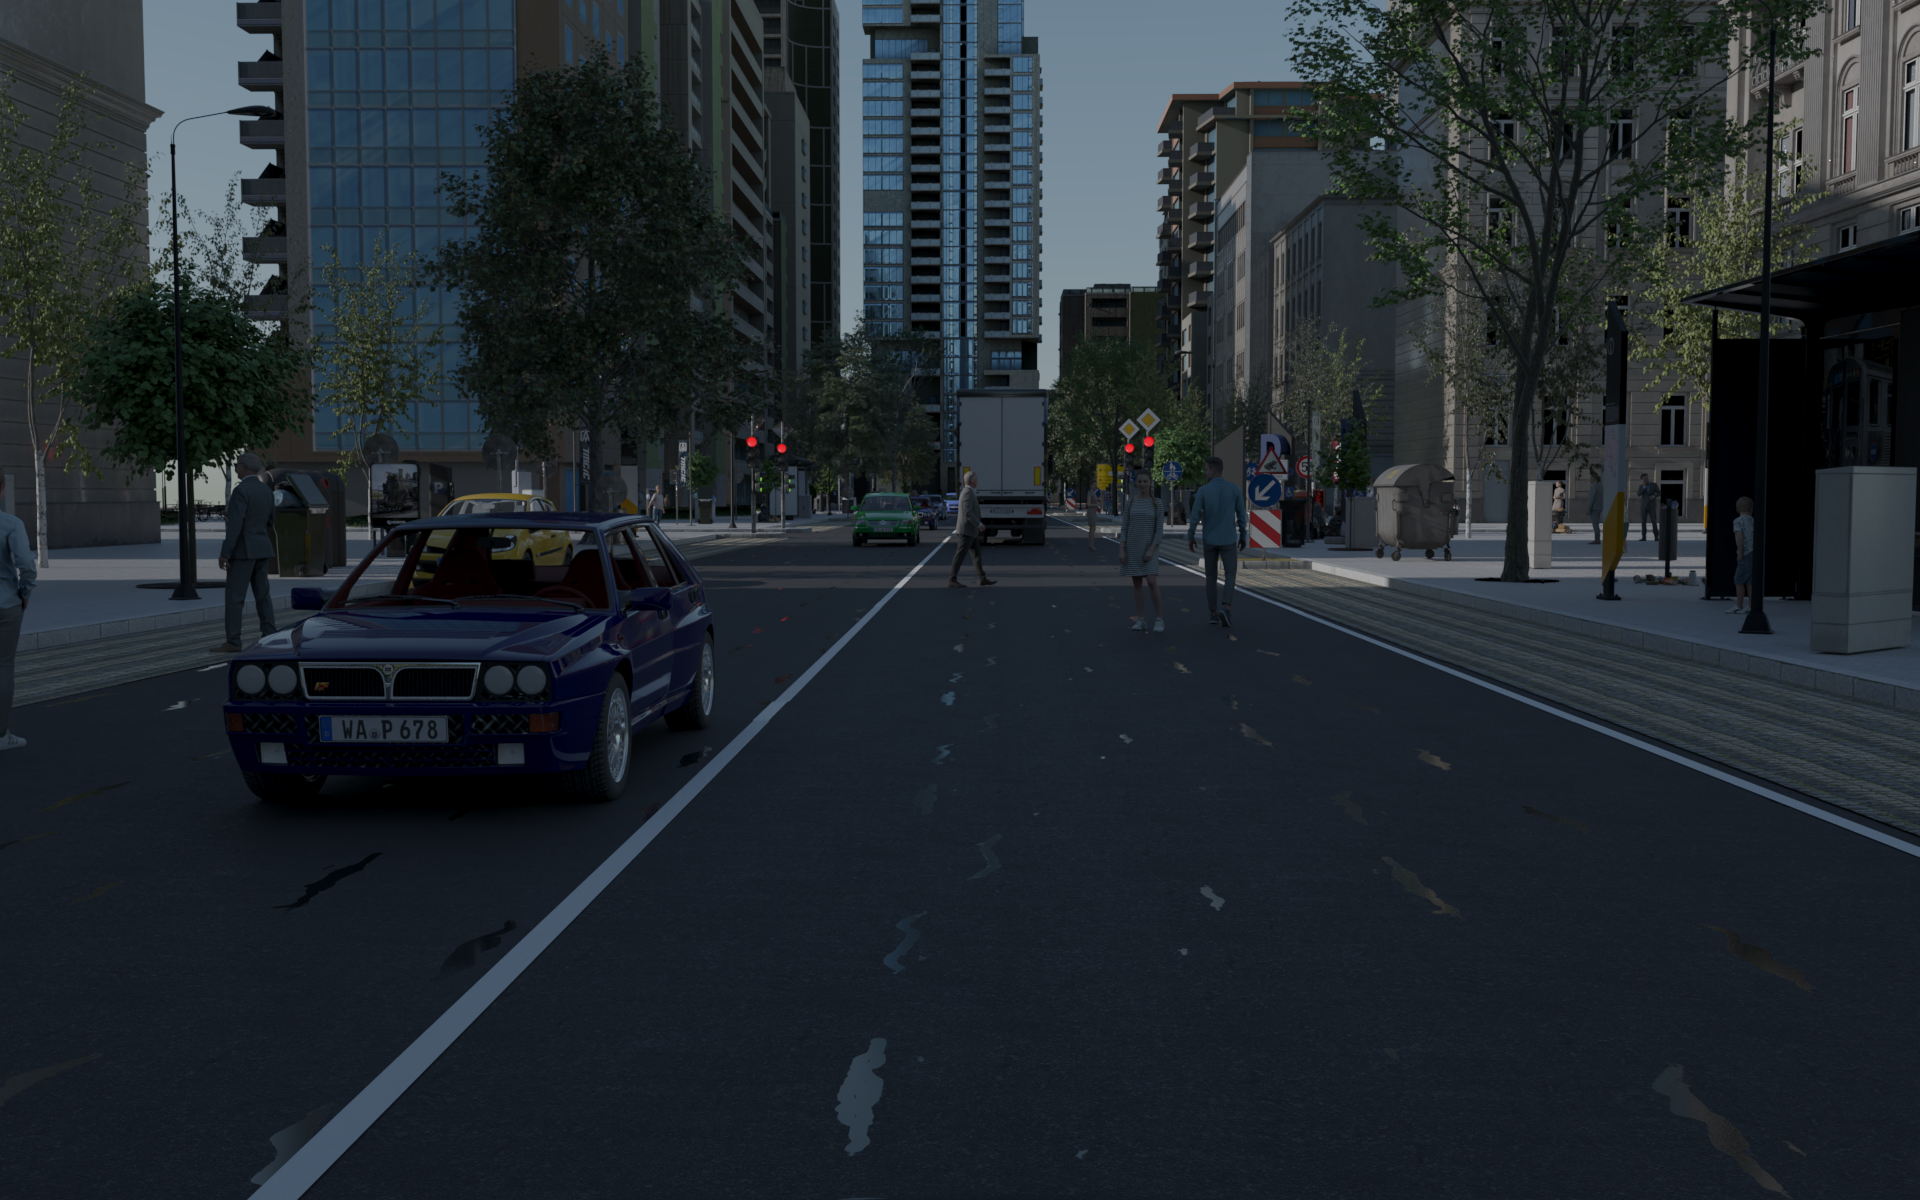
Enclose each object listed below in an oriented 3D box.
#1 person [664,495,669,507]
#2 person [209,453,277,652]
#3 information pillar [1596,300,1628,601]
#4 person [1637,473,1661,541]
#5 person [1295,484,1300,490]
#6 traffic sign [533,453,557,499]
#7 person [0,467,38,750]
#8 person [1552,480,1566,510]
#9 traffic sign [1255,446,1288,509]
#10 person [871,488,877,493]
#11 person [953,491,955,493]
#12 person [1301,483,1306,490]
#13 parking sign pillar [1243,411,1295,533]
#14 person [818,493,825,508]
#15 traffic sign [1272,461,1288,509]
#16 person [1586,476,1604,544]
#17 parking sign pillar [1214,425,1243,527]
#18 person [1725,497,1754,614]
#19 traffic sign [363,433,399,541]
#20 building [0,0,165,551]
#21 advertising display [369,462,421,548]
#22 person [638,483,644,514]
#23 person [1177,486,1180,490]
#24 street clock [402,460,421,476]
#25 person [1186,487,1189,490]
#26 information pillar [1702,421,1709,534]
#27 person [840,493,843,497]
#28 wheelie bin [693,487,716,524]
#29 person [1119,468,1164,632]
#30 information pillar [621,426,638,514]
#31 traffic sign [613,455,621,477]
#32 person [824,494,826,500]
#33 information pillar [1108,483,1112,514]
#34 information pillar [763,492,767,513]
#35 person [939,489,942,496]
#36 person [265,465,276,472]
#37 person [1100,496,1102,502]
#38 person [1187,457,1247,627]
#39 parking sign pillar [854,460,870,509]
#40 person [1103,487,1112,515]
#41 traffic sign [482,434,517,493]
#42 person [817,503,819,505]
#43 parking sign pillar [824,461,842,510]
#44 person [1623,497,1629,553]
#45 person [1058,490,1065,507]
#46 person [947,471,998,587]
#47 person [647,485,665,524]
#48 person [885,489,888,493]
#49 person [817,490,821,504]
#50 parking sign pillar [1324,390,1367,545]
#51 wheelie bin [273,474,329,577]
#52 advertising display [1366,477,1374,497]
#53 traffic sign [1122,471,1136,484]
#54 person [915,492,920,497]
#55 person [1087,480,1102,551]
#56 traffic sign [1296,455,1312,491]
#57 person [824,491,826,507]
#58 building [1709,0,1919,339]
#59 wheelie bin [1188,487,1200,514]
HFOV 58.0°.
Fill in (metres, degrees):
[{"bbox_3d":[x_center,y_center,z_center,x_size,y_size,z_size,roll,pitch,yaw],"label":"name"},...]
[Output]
[{"bbox_3d":[-20.492,-6.749,121.061,0.362,1.253,0.373,2,4,23],"label":"person"},{"bbox_3d":[-6.525,-0.430,15.714,0.590,1.801,0.661,1,4,12],"label":"person"},{"bbox_3d":[7.870,-1.802,20.825,0.183,3.616,0.504,0,4,1],"label":"information pillar"},{"bbox_3d":[18.752,-2.523,47.103,0.655,1.846,0.447,2,4,25],"label":"person"},{"bbox_3d":[16.651,-4.872,85.980,0.573,1.790,0.520,-2,4,-34],"label":"person"},{"bbox_3d":[-12.514,-3.188,52.233,0.768,2.556,0.104,0,4,8],"label":"traffic sign"},{"bbox_3d":[-5.440,0.037,9.699,0.589,1.601,0.330,0,4,3],"label":"person"},{"bbox_3d":[21.864,-3.489,63.429,0.374,1.781,0.599,-2,4,-35],"label":"person"},{"bbox_3d":[8.408,-2.865,46.847,0.884,2.594,0.081,0,4,6],"label":"traffic sign"},{"bbox_3d":[-7.460,-8.802,149.961,1.348,1.823,0.705,0,4,6],"label":"person"},{"bbox_3d":[-0.710,-12.424,211.258,1.348,1.869,0.705,2,4,33],"label":"person"},{"bbox_3d":[16.270,-4.643,82.202,0.600,1.795,0.529,-1,4,-12],"label":"person"},{"bbox_3d":[10.233,-4.120,55.835,1.447,3.967,1.447,-2,4,-26],"label":"parking sign pillar"},{"bbox_3d":[-12.786,-9.351,158.889,1.348,1.831,0.705,-2,4,-29],"label":"person"},{"bbox_3d":[9.553,-3.057,52.118,0.606,2.300,0.079,0,4,1],"label":"traffic sign"},{"bbox_3d":[16.232,-2.327,44.194,0.391,1.810,0.635,3,5,40],"label":"person"},{"bbox_3d":[10.565,-4.862,67.969,1.447,3.967,1.447,2,4,31],"label":"parking sign pillar"},{"bbox_3d":[8.364,-0.474,18.478,0.332,1.250,0.352,0,4,6],"label":"person"},{"bbox_3d":[-12.147,-2.218,36.363,0.768,2.556,0.104,0,4,2],"label":"traffic sign"},{"bbox_3d":[-33.060,-14.782,38.949,25.104,27.353,12.463,0,4,1],"label":"building"},{"bbox_3d":[-11.443,-1.829,35.115,0.974,1.923,0.123,0,4,-7],"label":"advertising display"},{"bbox_3d":[-15.112,-4.569,81.096,0.623,1.781,0.721,-1,4,-23],"label":"person"},{"bbox_3d":[11.783,-5.281,92.934,0.362,1.759,0.519,2,4,34],"label":"person"},{"bbox_3d":[-11.686,-1.975,36.860,0.471,2.002,0.358,3,5,40],"label":"street clock"},{"bbox_3d":[19.905,-8.911,151.364,1.348,1.869,0.705,1,4,16],"label":"person"},{"bbox_3d":[24.255,-3.942,55.814,0.504,3.616,0.183,0,4,8],"label":"information pillar"},{"bbox_3d":[-10.462,-8.783,149.280,0.705,1.869,1.348,2,4,34],"label":"person"},{"bbox_3d":[-10.907,-4.036,73.898,0.980,1.594,0.693,-1,4,-9],"label":"wheelie bin"},{"bbox_3d":[1.939,-0.536,18.272,0.512,1.701,0.522,1,4,20],"label":"person"},{"bbox_3d":[-9.690,-3.638,50.829,0.504,3.616,0.183,-1,4,-10],"label":"information pillar"},{"bbox_3d":[-10.764,-3.389,55.512,0.768,2.556,0.104,0,4,8],"label":"traffic sign"},{"bbox_3d":[-11.279,-8.285,144.696,0.628,1.438,0.799,0,4,5],"label":"person"},{"bbox_3d":[9.899,-6.663,113.430,0.304,2.012,0.304,3,5,41],"label":"information pillar"},{"bbox_3d":[-11.679,-6.113,104.447,0.304,2.012,0.304,-3,5,-39],"label":"information pillar"},{"bbox_3d":[-1.664,-8.730,150.864,0.705,1.869,1.348,1,4,12],"label":"person"},{"bbox_3d":[-14.823,-1.943,37.173,0.474,1.900,0.648,-2,4,-26],"label":"person"},{"bbox_3d":[16.192,-11.524,197.689,0.599,1.433,0.991,2,4,28],"label":"person"},{"bbox_3d":[2.801,-0.648,18.952,0.638,1.841,0.748,1,4,16],"label":"person"},{"bbox_3d":[-7.728,-9.045,136.364,1.447,3.967,1.447,2,4,33],"label":"parking sign pillar"},{"bbox_3d":[9.003,-6.036,105.576,0.563,1.720,0.643,0,4,-7],"label":"person"},{"bbox_3d":[-9.827,-2.255,36.972,0.768,2.556,0.104,0,4,3],"label":"traffic sign"},{"bbox_3d":[-17.194,-12.385,209.366,0.721,1.723,1.217,3,5,41],"label":"person"},{"bbox_3d":[-10.191,-9.203,138.940,1.447,3.967,1.447,3,5,41],"label":"parking sign pillar"},{"bbox_3d":[14.350,-1.643,37.590,0.332,1.250,0.352,0,4,-3],"label":"person"},{"bbox_3d":[10.315,-10.312,175.453,0.742,1.727,0.445,-3,5,-42],"label":"person"},{"bbox_3d":[0.209,-1.086,26.658,0.834,1.777,0.661,-1,4,-13],"label":"person"},{"bbox_3d":[-10.992,-3.237,62.089,0.598,1.740,0.731,2,4,23],"label":"person"},{"bbox_3d":[-7.396,-10.058,170.571,1.350,1.814,0.705,0,4,-8],"label":"person"},{"bbox_3d":[-11.072,-7.989,136.907,0.600,1.795,0.529,2,4,26],"label":"person"},{"bbox_3d":[10.094,-3.420,44.388,1.447,3.967,1.447,0,4,3],"label":"parking sign pillar"},{"bbox_3d":[-10.262,-1.159,26.864,0.693,1.594,0.980,1,4,8],"label":"wheelie bin"},{"bbox_3d":[15.687,-3.751,66.537,0.123,1.923,0.974,2,4,33],"label":"advertising display"},{"bbox_3d":[8.541,-5.333,87.300,0.768,2.556,0.104,1,4,10],"label":"traffic sign"},{"bbox_3d":[-4.601,-10.609,182.668,1.217,1.736,0.721,1,4,20],"label":"person"},{"bbox_3d":[3.383,-2.134,43.725,0.374,1.781,0.599,1,4,16],"label":"person"},{"bbox_3d":[11.412,-3.474,56.906,0.768,2.556,0.104,0,4,4],"label":"traffic sign"},{"bbox_3d":[-12.923,-9.771,166.355,0.434,1.755,0.990,-1,4,-23],"label":"person"},{"bbox_3d":[25.329,-11.686,32.869,13.314,21.916,24.055,0,4,1],"label":"building"},{"bbox_3d":[11.396,-4.608,83.256,0.693,1.594,0.980,-1,4,-21],"label":"wheelie bin"}]
